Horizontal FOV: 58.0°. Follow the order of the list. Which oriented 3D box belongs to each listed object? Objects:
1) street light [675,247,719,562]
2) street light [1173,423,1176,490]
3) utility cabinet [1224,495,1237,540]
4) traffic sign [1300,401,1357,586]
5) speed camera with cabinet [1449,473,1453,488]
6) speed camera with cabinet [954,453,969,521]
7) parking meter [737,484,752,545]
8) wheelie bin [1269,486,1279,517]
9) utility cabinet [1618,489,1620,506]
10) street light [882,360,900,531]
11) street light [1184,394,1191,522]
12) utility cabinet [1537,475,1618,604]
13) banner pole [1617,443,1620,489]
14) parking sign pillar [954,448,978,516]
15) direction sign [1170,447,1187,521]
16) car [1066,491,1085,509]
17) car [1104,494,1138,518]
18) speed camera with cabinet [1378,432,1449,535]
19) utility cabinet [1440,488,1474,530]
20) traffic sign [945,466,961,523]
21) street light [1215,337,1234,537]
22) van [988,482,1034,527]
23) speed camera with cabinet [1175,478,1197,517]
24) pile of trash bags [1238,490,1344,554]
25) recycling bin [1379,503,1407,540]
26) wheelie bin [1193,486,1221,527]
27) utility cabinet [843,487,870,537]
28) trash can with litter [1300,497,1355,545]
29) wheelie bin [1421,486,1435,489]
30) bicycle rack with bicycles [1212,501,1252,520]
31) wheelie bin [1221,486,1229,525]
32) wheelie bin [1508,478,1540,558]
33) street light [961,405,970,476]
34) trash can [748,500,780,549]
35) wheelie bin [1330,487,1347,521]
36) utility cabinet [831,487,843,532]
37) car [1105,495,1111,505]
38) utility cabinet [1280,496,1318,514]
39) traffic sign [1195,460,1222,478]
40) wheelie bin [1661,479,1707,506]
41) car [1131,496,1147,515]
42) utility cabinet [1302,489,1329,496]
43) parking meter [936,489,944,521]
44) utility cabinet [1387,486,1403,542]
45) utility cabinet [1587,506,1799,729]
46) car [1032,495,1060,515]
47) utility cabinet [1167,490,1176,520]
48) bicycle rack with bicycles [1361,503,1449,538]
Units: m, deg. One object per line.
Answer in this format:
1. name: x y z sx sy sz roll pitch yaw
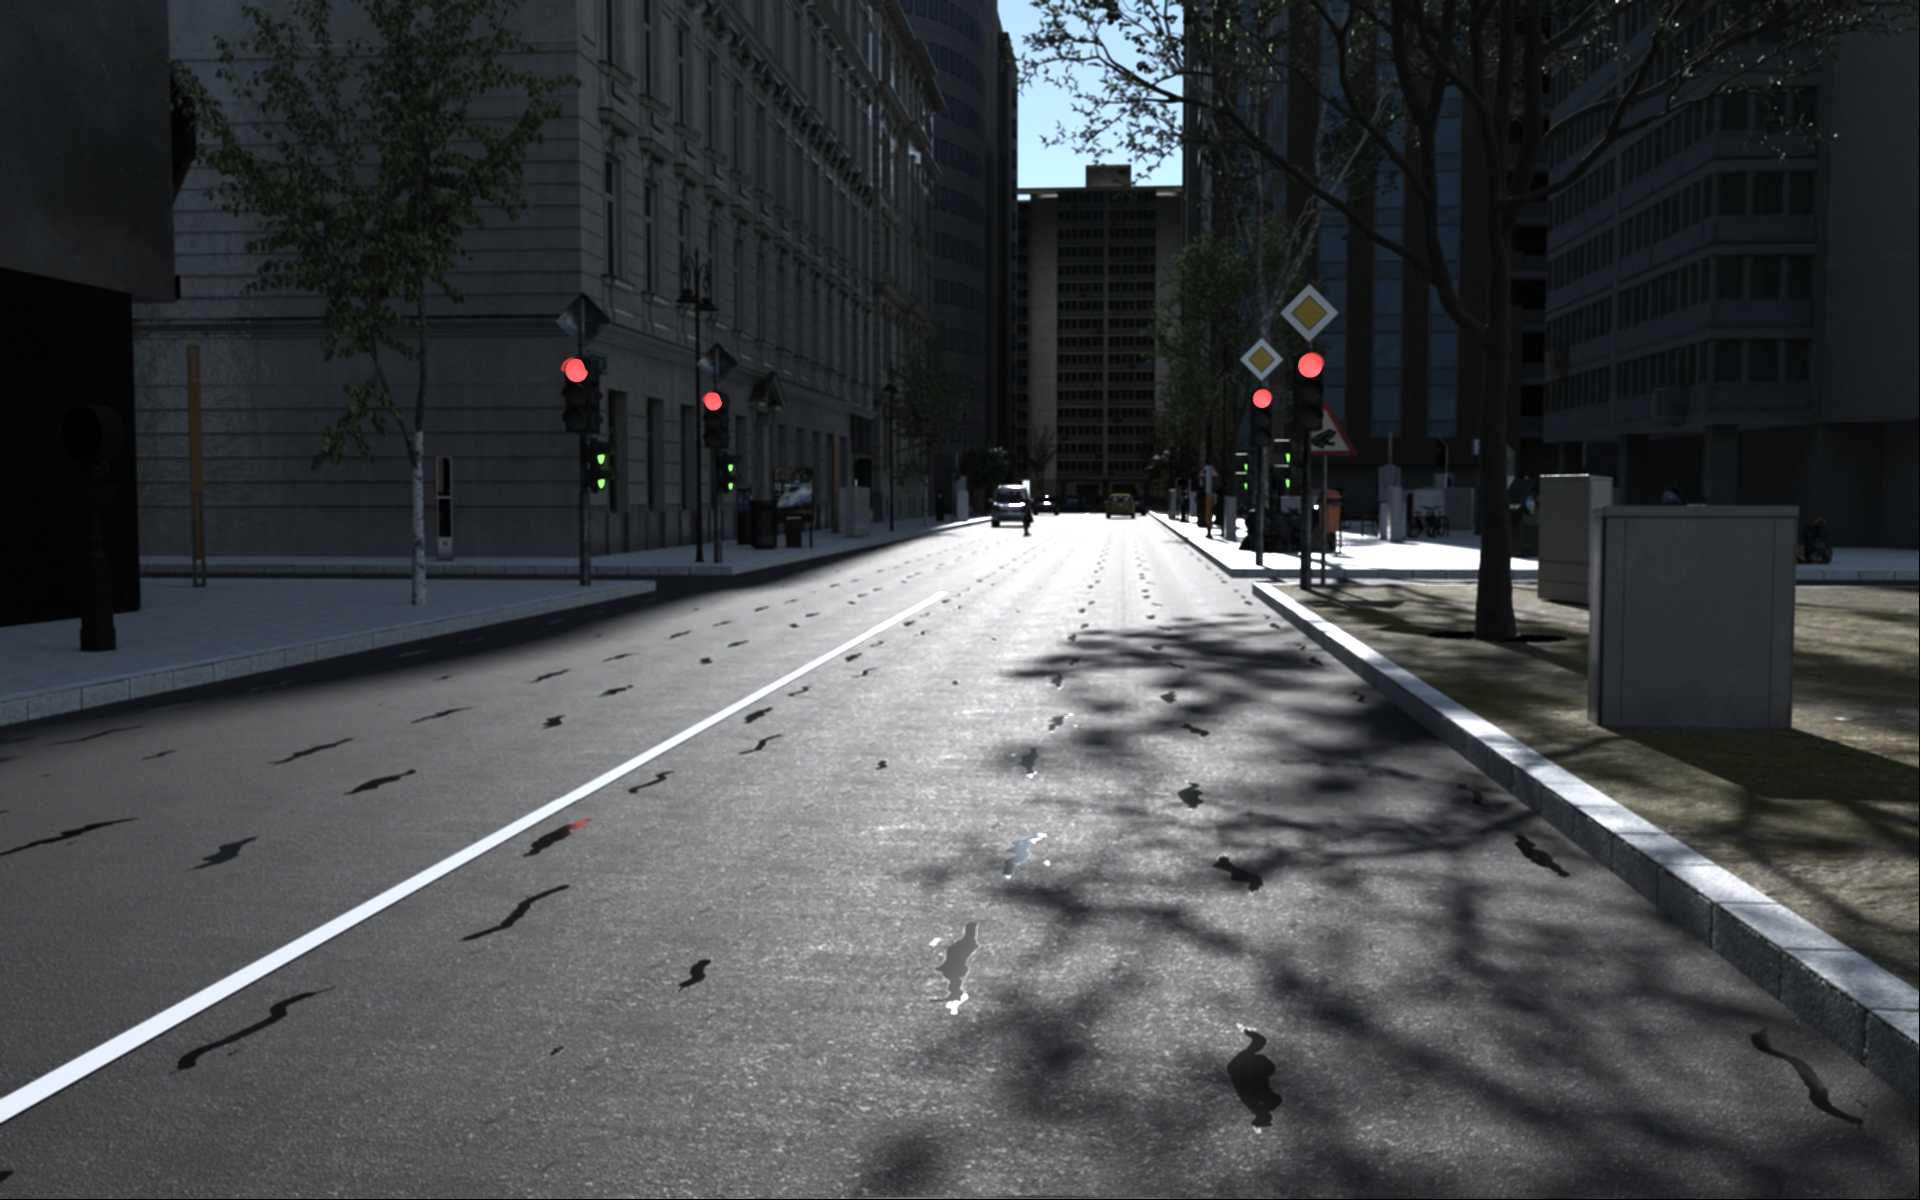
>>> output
1. street light: -4.926 -3.657 32.584 0.468 5.910 1.993 0 4 5
2. street light: 12.985 -8.091 105.077 0.468 5.910 1.993 0 4 5
3. utility cabinet: 7.558 -2.277 48.384 0.306 1.237 1.020 0 4 5
4. traffic sign: 5.080 -1.478 24.169 0.884 2.594 0.081 0 4 8
5. speed camera with cabinet: 19.050 -4.671 70.714 2.038 3.252 0.660 0 4 -2
6. speed camera with cabinet: 0.069 -5.390 82.466 0.660 3.252 2.038 0 4 -4
7. parking meter: -5.461 -2.169 43.880 0.372 1.533 0.369 0 3 0
8. wheelie bin: 12.036 -3.649 67.569 0.693 1.594 0.980 2 4 27
9. utility cabinet: 25.964 -3.690 69.008 0.318 1.500 1.173 -2 4 -33
10. street light: -2.371 -5.330 59.928 0.468 5.910 1.993 0 4 5
11. street light: 10.291 -6.438 78.043 0.468 5.910 1.993 0 4 5
12. utility cabinet: 7.252 -0.718 20.420 0.318 1.500 1.173 -1 4 -9
13. banner pole: 29.822 -5.412 78.497 0.401 3.779 0.863 1 4 20
14. parking sign pillar: 0.346 -6.821 99.989 1.447 3.967 1.447 1 4 19
15. direction sign: 10.518 -5.594 83.462 0.876 3.537 0.379 2 4 26
16. car: 11.363 -9.817 170.099 1.945 1.707 3.694 0 4 7
17. car: 9.592 -5.695 103.340 2.015 1.641 3.980 0 4 6
18. speed camera with cabinet: 14.328 -3.704 54.896 2.038 3.252 0.660 1 4 16
19. utility cabinet: 17.620 -3.230 61.487 1.173 1.500 0.318 3 4 39
20. traffic sign: -0.317 -4.769 78.071 0.768 2.556 0.104 1 4 14
21. street light: 7.789 -4.787 51.057 0.468 5.910 1.993 0 4 5
22. van: 2.290 -4.289 77.137 2.013 2.044 4.112 0 4 4
23. speed camera with cabinet: 13.252 -6.393 98.857 0.660 3.252 2.038 -3 5 -42
24. pile of trash bags: 7.572 -1.750 38.371 1.912 1.369 3.447 -1 4 -14
25. recycling bin: 12.220 -2.225 48.932 0.722 1.027 0.722 1 4 10
26. wheelie bin: 9.611 -3.662 67.779 0.980 1.594 0.693 1 4 12
27. utility cabinet: -3.008 -2.605 51.275 0.318 1.500 1.173 1 4 19
28. trash can with litter: 8.916 -2.061 44.757 1.678 1.210 2.233 -1 4 -9
29. wheelie bin: 18.366 -3.686 68.178 0.980 1.594 0.693 -2 4 -28
30. bicycle rack with bicycles: 13.832 -4.426 85.743 2.852 0.926 2.925 -1 4 -11
31. wheelie bin: 10.814 -3.846 70.793 0.980 1.594 0.693 -3 4 -38
32. wheelie bin: 11.470 -1.675 35.294 0.693 1.594 0.980 -1 4 -22
33. street light: 0.223 -6.998 87.208 0.468 5.910 1.993 0 4 5
34. trash can: -4.568 -1.755 40.348 0.748 1.137 0.748 0 3 0
35. wheelie bin: 17.741 -4.499 81.459 0.980 1.594 0.693 -1 4 -21
36. utility cabinet: -3.735 -3.001 57.744 1.173 1.500 0.318 -3 5 -40
37. car: 12.882 -7.976 142.416 2.014 1.417 4.499 0 4 7
38. utility cabinet: 9.237 -2.201 47.140 1.020 1.237 0.306 1 4 12
39. traffic sign: 8.380 -3.573 58.421 0.884 2.594 0.081 1 4 13
40. wheelie bin: 15.099 -1.731 36.214 0.980 1.594 0.693 -2 4 -28
41. car: 11.711 -6.407 117.341 1.945 1.354 3.894 0 4 4
42. utility cabinet: 16.392 -4.361 79.976 1.173 1.500 0.318 2 4 30
43. parking meter: -0.949 -4.503 82.031 0.372 1.533 0.369 0 3 0
44. utility cabinet: 11.673 -2.311 46.469 0.318 1.500 1.173 1 4 9
45. utility cabinet: 4.052 0.094 9.618 1.020 1.237 0.306 0 4 8
46. car: 5.919 -6.518 119.145 1.945 1.354 3.894 0 4 5
47. utility cabinet: 10.452 -4.699 85.501 0.318 1.500 1.173 0 4 0
48. bicycle rack with bicycles: 13.513 -2.348 51.772 2.925 0.926 2.852 -2 4 -35
